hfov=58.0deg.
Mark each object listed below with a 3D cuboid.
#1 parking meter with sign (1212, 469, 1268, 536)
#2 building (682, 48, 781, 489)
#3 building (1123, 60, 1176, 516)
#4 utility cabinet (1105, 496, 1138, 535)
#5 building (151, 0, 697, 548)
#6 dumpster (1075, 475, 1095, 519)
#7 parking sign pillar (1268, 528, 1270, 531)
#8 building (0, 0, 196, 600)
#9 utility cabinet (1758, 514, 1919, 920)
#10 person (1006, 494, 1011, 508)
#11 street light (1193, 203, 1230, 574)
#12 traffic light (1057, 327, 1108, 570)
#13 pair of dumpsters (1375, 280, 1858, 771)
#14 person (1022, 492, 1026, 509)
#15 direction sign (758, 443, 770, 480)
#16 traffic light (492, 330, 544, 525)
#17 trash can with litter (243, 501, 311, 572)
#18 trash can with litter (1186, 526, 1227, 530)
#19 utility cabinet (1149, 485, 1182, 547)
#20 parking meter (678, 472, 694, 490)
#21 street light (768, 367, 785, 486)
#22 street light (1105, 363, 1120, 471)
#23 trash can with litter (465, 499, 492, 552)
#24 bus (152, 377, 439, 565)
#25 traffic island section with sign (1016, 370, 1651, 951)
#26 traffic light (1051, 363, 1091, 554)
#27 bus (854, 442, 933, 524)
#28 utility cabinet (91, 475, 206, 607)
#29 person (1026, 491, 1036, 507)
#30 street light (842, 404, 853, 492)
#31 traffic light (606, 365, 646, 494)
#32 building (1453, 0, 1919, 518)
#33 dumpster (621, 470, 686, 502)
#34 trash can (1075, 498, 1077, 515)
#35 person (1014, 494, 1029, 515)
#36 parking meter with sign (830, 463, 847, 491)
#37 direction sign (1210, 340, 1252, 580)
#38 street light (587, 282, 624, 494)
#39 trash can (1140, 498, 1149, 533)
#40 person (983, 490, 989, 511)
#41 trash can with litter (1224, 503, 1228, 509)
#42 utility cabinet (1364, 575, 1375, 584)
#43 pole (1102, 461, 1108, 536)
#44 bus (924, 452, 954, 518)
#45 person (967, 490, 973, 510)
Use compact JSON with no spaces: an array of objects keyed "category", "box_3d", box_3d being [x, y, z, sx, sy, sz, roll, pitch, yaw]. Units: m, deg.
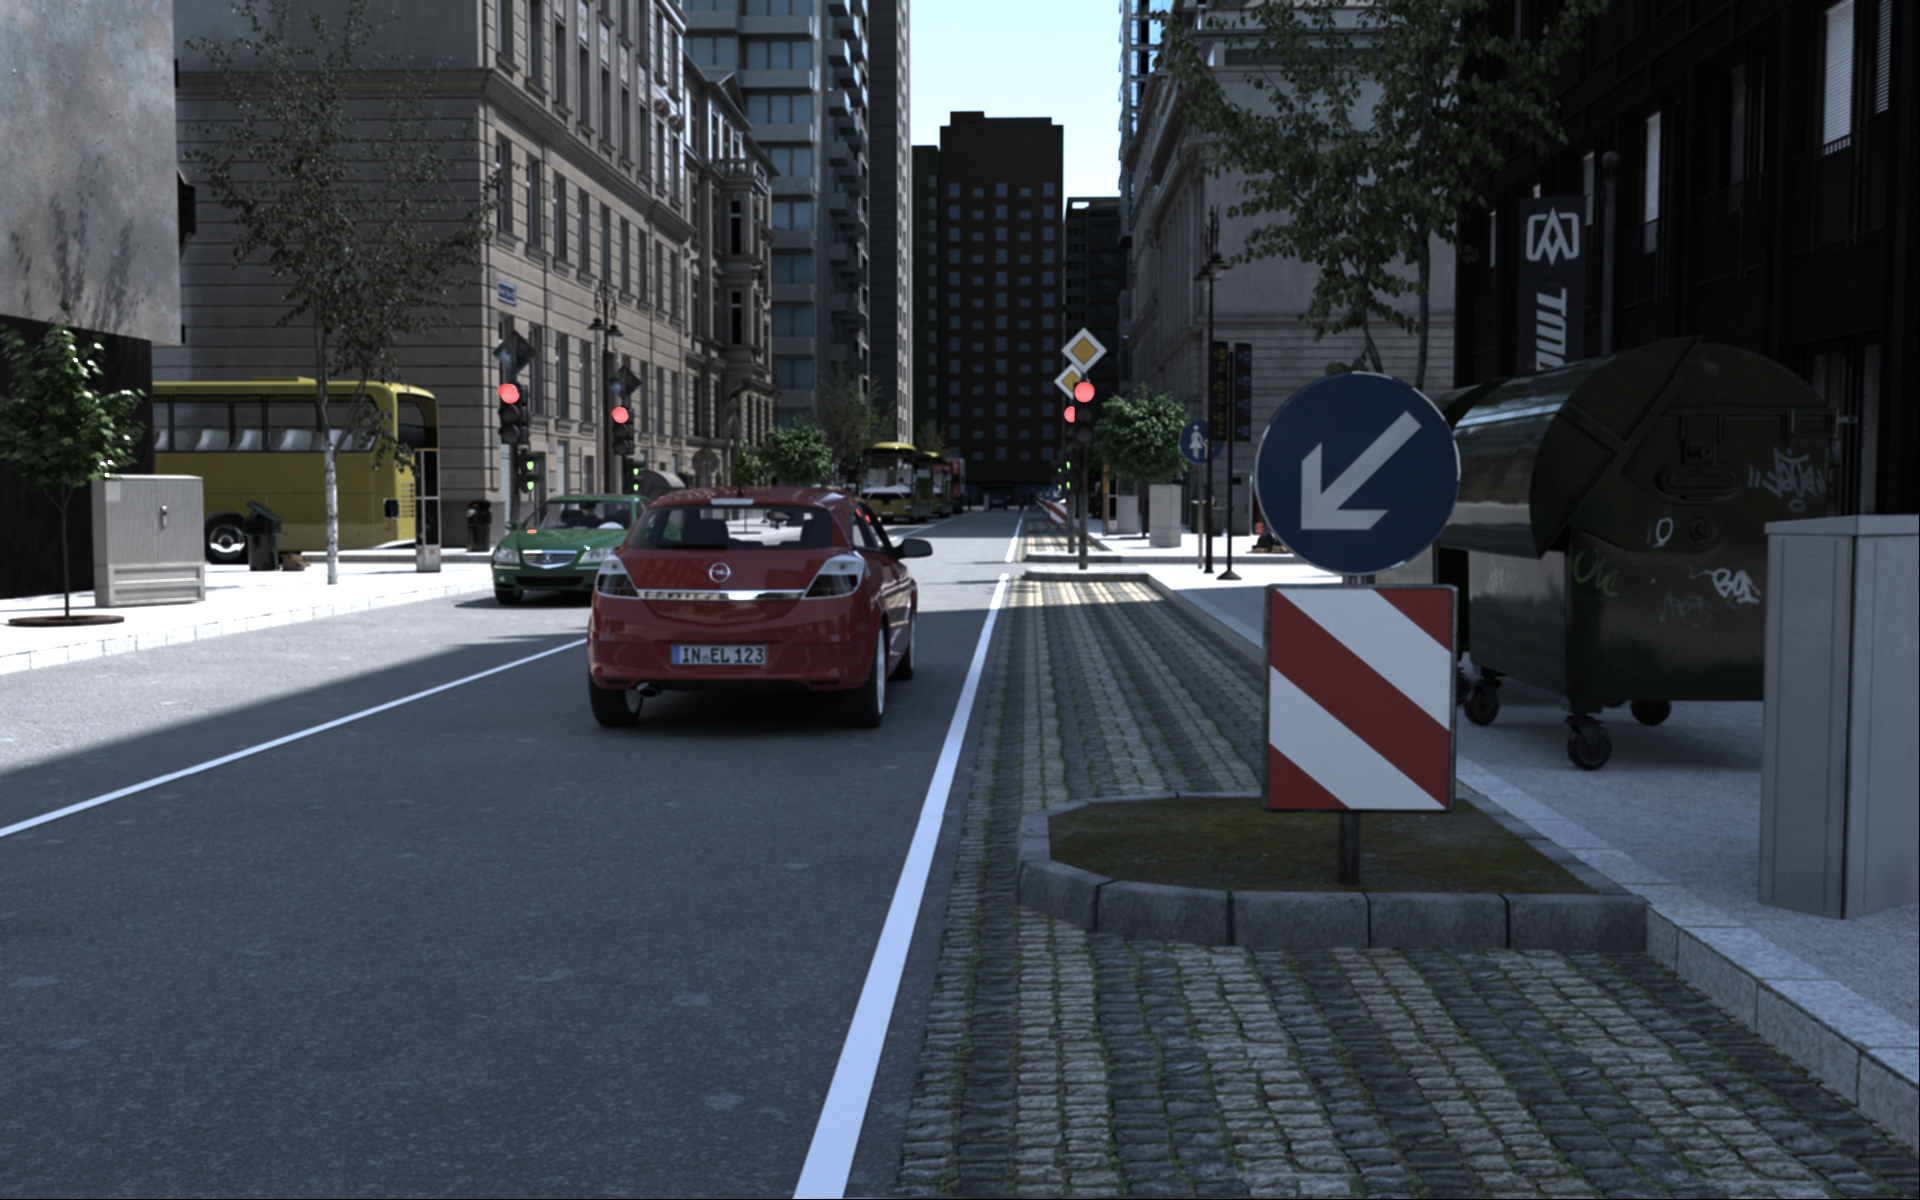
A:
[{"category":"parking meter with sign","box_3d":[8.526,-3.456,52.771,1.738,3.016,0.543,1,4,19]},{"category":"building","box_3d":[-16.537,-16.108,82.456,14.460,24.649,34.723,0,4,2]},{"category":"building","box_3d":[16.232,-18.470,99.240,12.463,27.353,25.104,0,4,2]},{"category":"utility cabinet","box_3d":[5.099,-2.660,54.655,1.020,1.237,0.306,0,4,1]},{"category":"building","box_3d":[-16.334,-15.610,52.486,12.463,27.353,25.104,0,4,2]},{"category":"dumpster","box_3d":[6.632,-5.377,90.411,1.502,2.255,1.985,0,4,2]},{"category":"parking sign pillar","box_3d":[11.083,-4.362,59.787,1.447,3.967,1.447,0,4,5]},{"category":"building","box_3d":[-20.009,-9.291,19.353,16.811,18.784,16.820,0,4,2]},{"category":"utility cabinet","box_3d":[2.986,0.341,5.583,1.020,1.237,0.306,-2,4,-35]},{"category":"person","box_3d":[4.985,-10.129,177.292,0.799,1.438,0.628,1,4,22]},{"category":"street light","box_3d":[4.030,-3.369,27.872,0.468,5.910,1.993,0,4,2]},{"category":"traffic light","box_3d":[2.068,-2.467,29.256,0.839,4.253,0.868,0,4,2]},{"category":"pair of dumpsters","box_3d":[3.412,-0.457,9.963,1.574,2.255,4.437,0,4,2]},{"category":"person","box_3d":[6.158,-9.541,165.966,0.415,1.643,0.593,0,4,2]},{"category":"direction sign","box_3d":[-8.710,-5.209,77.158,0.379,3.537,0.876,-3,5,-42]},{"category":"traffic light","box_3d":[-7.586,-2.489,29.620,0.839,4.253,0.868,0,4,2]},{"category":"trash can with litter","box_3d":[-11.385,-1.072,28.910,1.055,1.170,0.624,0,4,4]},{"category":"trash can with litter","box_3d":[8.710,-3.149,62.547,1.678,1.210,2.233,0,4,1]},{"category":"utility cabinet","box_3d":[4.936,-2.013,41.585,0.318,1.500,1.173,-1,4,-19]},{"category":"parking meter","box_3d":[-7.106,-2.401,44.975,0.399,1.863,0.255,3,4,37]},{"category":"street light","box_3d":[-6.688,-5.531,63.216,0.468,5.910,1.993,0,4,2]},{"category":"street light","box_3d":[5.368,-5.389,60.905,0.468,5.910,1.993,0,4,2]},{"category":"trash can with litter","box_3d":[-10.752,-1.649,38.347,0.624,1.170,1.055,-2,4,-31]},{"category":"bus","box_3d":[-16.638,-2.593,33.942,12.252,3.916,2.896,0,4,2]},{"category":"traffic island section with sign","box_3d":[1.207,0.138,6.379,1.989,1.847,2.006,0,4,2]},{"category":"traffic light","box_3d":[2.384,-2.955,37.235,0.839,4.253,0.868,0,4,2]},{"category":"bus","box_3d":[-3.042,-5.757,85.680,2.896,3.916,12.252,0,4,4]},{"category":"utility cabinet","box_3d":[-9.302,-0.686,19.895,0.318,1.500,1.173,2,4,35]},{"category":"person","box_3d":[7.437,-10.499,180.682,1.217,1.766,0.721,-2,4,-32]},{"category":"street light","box_3d":[-5.757,-7.082,88.571,0.468,5.910,1.993,0,4,2]},{"category":"traffic light","box_3d":[-7.270,-2.977,37.599,0.839,4.253,0.868,0,4,2]},{"category":"building","box_3d":[13.316,-11.494,17.605,12.332,23.373,15.834,0,4,2]},{"category":"dumpster","box_3d":[-7.461,-2.226,42.147,1.264,1.857,1.865,0,4,2]},{"category":"trash can","box_3d":[6.959,-5.472,101.115,0.748,1.137,0.748,0,3,0]},{"category":"person","box_3d":[4.172,-6.481,117.729,1.065,1.426,0.557,1,4,18]},{"category":"parking meter with sign","box_3d":[-6.556,-6.094,95.906,0.543,3.016,1.738,-2,4,-32]},{"category":"direction sign","box_3d":[4.039,-2.072,25.879,0.876,3.537,0.379,-3,5,-40]},{"category":"street light","box_3d":[-7.715,-3.980,37.865,0.468,5.910,1.993,0,4,2]},{"category":"trash can","box_3d":[6.312,-2.787,57.223,0.748,1.137,0.748,0,3,0]},{"category":"person","box_3d":[2.174,-8.328,145.329,0.551,1.740,0.621,-1,4,-13]},{"category":"trash can with litter","box_3d":[9.107,-2.768,56.643,0.624,1.170,1.055,2,4,32]},{"category":"utility cabinet","box_3d":[5.434,-0.814,21.983,1.173,1.500,0.318,-3,4,-38]},{"category":"pole","box_3d":[4.424,-3.598,52.673,0.158,3.312,0.155,0,3,0]},{"category":"bus","box_3d":[-1.934,-6.942,105.045,2.896,3.916,12.252,0,4,2]},{"category":"person","box_3d":[0.902,-9.048,156.437,0.705,1.823,1.348,1,4,17]}]
